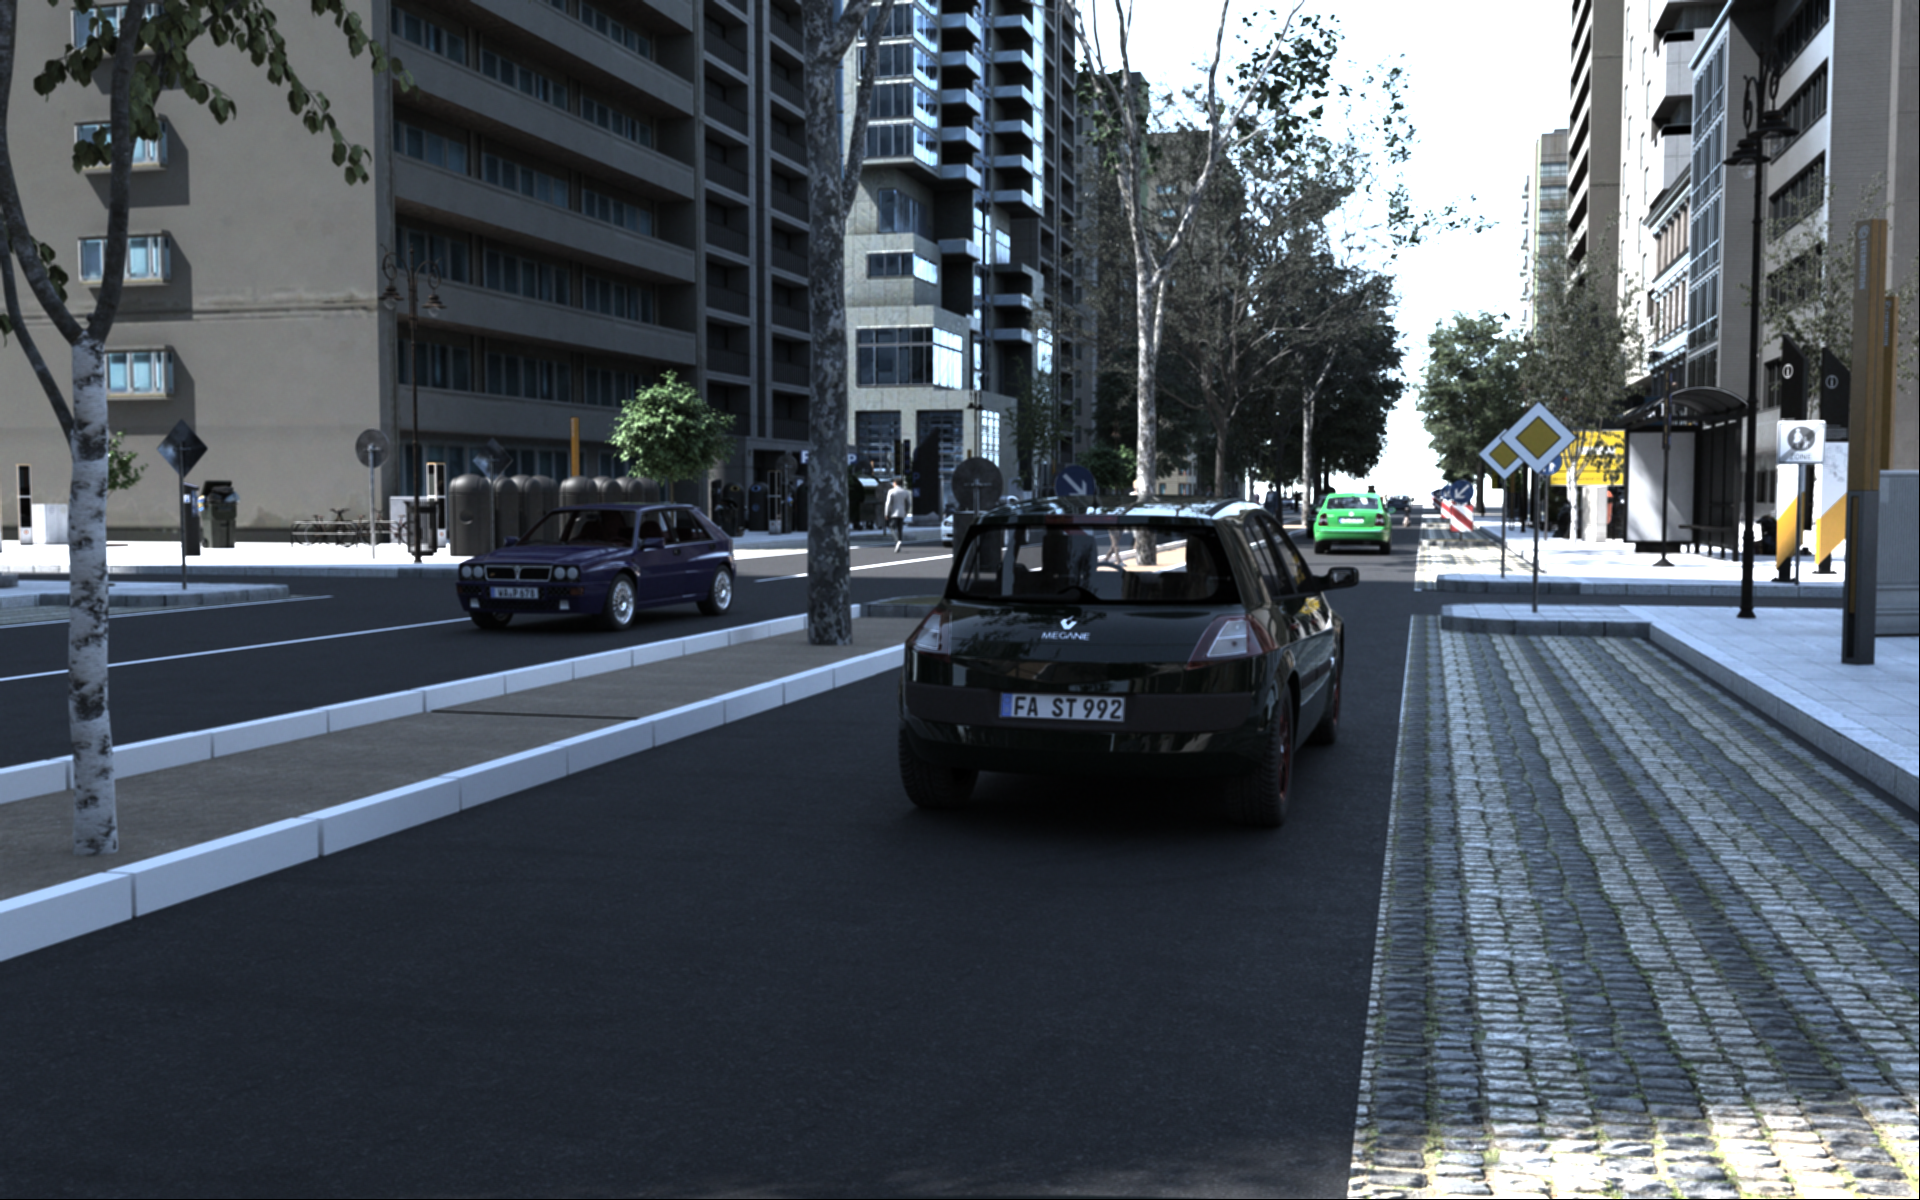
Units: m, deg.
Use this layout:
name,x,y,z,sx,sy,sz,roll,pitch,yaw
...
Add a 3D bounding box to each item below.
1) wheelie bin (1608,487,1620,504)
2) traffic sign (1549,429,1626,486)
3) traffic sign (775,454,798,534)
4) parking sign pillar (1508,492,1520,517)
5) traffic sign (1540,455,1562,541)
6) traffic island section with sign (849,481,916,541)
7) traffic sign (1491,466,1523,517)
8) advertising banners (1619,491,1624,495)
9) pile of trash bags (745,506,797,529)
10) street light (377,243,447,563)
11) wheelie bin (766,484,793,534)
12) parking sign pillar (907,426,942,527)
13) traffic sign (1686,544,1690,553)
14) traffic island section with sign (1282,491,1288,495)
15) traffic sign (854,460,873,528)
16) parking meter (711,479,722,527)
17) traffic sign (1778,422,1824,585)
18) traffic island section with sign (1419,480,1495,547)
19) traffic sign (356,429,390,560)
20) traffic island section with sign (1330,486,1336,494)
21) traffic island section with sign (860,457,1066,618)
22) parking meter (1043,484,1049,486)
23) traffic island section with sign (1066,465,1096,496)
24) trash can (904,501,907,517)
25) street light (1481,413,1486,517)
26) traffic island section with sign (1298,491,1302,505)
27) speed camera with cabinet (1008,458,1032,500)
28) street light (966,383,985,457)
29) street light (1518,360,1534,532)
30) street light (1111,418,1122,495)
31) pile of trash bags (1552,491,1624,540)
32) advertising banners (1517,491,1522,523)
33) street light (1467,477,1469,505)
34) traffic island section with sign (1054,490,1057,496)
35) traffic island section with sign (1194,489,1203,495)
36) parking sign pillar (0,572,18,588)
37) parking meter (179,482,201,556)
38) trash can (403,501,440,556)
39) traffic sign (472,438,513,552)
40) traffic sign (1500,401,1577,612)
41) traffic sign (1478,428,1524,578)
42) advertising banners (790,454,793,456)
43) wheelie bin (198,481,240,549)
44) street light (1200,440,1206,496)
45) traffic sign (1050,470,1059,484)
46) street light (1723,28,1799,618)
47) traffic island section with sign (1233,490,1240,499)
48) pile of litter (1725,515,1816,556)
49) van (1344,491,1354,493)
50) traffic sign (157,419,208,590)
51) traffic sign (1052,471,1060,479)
name,x,y,z,sx,sy,sz,roll,pitch,yaw
wheelie bin,31.124,-4.586,82.884,0.693,1.594,0.980,-1,4,-17
traffic sign,19.865,-3.732,54.897,2.265,3.308,0.079,1,4,22
traffic sign,-5.591,-3.398,55.658,0.768,2.556,0.104,1,4,17
parking sign pillar,31.018,-6.581,96.069,1.447,3.967,1.447,0,4,6
traffic sign,16.010,-2.885,47.272,0.768,2.556,0.104,1,4,16
traffic island section with sign,-2.424,-2.721,53.113,1.989,1.847,2.006,1,4,15
traffic sign,30.297,-6.182,94.942,2.265,3.308,0.079,1,4,18
advertising banners,35.918,-6.022,94.647,2.074,3.025,0.090,0,4,-3
pile of trash bags,-6.849,-3.333,64.246,1.912,1.369,3.447,3,4,38
street light,-10.120,-3.631,32.159,0.468,5.910,1.993,1,4,15
wheelie bin,-5.828,-2.956,56.242,0.980,1.594,0.693,1,4,17
parking sign pillar,-1.361,-4.872,68.133,1.447,3.967,1.447,2,4,33
traffic sign,15.970,-2.311,37.898,0.768,2.556,0.104,1,4,21
traffic island section with sign,38.987,-12.156,207.372,1.989,1.847,2.006,1,4,15
traffic sign,-3.665,-4.006,65.605,0.768,2.556,0.104,1,4,19
parking meter,-9.614,-3.832,68.360,0.255,1.863,0.399,2,4,30
traffic sign,11.796,-1.359,24.345,0.606,2.300,0.079,1,4,20
traffic island section with sign,13.744,-2.402,47.897,1.989,1.847,2.006,1,4,15
traffic sign,-11.463,-2.059,33.777,0.768,2.556,0.104,1,4,17
traffic island section with sign,21.449,-5.646,100.448,2.006,1.907,1.989,1,4,15
traffic island section with sign,0.048,-0.769,20.714,2.006,1.907,1.989,1,4,15
parking meter,4.887,-5.650,98.083,0.399,1.863,0.255,0,4,1
traffic island section with sign,1.978,-1.207,27.867,2.006,1.907,1.989,1,4,15
trash can,-3.211,-5.113,95.244,0.748,1.137,0.748,0,3,0
street light,29.672,-7.666,98.132,0.468,5.910,1.993,1,4,15
traffic island section with sign,45.962,-13.748,233.413,1.989,1.847,2.006,1,4,15
speed camera with cabinet,3.541,-6.250,96.527,0.660,3.252,2.038,3,5,42
street light,0.654,-6.077,72.139,0.468,5.910,1.993,1,4,15
street light,18.944,-5.218,58.100,0.468,5.910,1.993,1,4,15
street light,9.527,-8.122,105.578,0.468,5.910,1.993,1,4,15
pile of trash bags,18.116,-2.424,49.381,1.912,1.369,3.447,1,4,9
advertising banners,25.905,-4.977,77.566,2.074,3.025,0.090,-1,4,-16
street light,38.670,-9.716,131.639,0.468,5.910,1.993,1,4,15
traffic island section with sign,4.562,-4.313,79.150,1.989,1.847,2.006,1,4,15
traffic island section with sign,17.565,-7.276,127.585,1.989,1.847,2.006,1,4,15
parking sign pillar,-13.730,-2.150,23.621,1.447,3.967,1.447,-1,4,-13
parking meter,-15.926,-1.677,35.832,0.372,1.533,0.369,0,3,0
trash can,-11.146,-1.482,35.879,0.748,1.137,0.748,0,3,0
traffic sign,-8.346,-1.668,30.920,0.795,2.450,0.064,1,4,15
traffic sign,6.235,-0.923,18.734,0.795,2.450,0.064,1,4,15
traffic sign,8.305,-1.395,26.447,0.795,2.450,0.064,1,4,15
advertising banners,-7.190,-4.935,76.877,0.090,3.025,2.074,1,4,21
wheelie bin,-17.467,-2.018,40.904,0.693,1.594,0.980,3,5,41
street light,20.413,-10.568,145.568,0.468,5.910,1.993,1,4,15
traffic sign,5.298,-5.771,94.352,0.884,2.594,0.081,1,4,18
street light,8.166,-2.753,17.806,0.468,5.910,1.993,1,4,15
traffic island section with sign,24.555,-8.872,153.681,1.989,1.847,2.006,1,4,15
pile of litter,17.146,-1.384,36.598,1.176,0.858,1.719,-3,5,-40
van,48.953,-12.896,217.867,2.013,2.044,4.112,1,4,13
traffic sign,-10.417,-1.197,23.207,0.795,2.450,0.064,1,4,15
traffic sign,5.509,-5.916,96.829,0.768,2.556,0.104,1,4,17
